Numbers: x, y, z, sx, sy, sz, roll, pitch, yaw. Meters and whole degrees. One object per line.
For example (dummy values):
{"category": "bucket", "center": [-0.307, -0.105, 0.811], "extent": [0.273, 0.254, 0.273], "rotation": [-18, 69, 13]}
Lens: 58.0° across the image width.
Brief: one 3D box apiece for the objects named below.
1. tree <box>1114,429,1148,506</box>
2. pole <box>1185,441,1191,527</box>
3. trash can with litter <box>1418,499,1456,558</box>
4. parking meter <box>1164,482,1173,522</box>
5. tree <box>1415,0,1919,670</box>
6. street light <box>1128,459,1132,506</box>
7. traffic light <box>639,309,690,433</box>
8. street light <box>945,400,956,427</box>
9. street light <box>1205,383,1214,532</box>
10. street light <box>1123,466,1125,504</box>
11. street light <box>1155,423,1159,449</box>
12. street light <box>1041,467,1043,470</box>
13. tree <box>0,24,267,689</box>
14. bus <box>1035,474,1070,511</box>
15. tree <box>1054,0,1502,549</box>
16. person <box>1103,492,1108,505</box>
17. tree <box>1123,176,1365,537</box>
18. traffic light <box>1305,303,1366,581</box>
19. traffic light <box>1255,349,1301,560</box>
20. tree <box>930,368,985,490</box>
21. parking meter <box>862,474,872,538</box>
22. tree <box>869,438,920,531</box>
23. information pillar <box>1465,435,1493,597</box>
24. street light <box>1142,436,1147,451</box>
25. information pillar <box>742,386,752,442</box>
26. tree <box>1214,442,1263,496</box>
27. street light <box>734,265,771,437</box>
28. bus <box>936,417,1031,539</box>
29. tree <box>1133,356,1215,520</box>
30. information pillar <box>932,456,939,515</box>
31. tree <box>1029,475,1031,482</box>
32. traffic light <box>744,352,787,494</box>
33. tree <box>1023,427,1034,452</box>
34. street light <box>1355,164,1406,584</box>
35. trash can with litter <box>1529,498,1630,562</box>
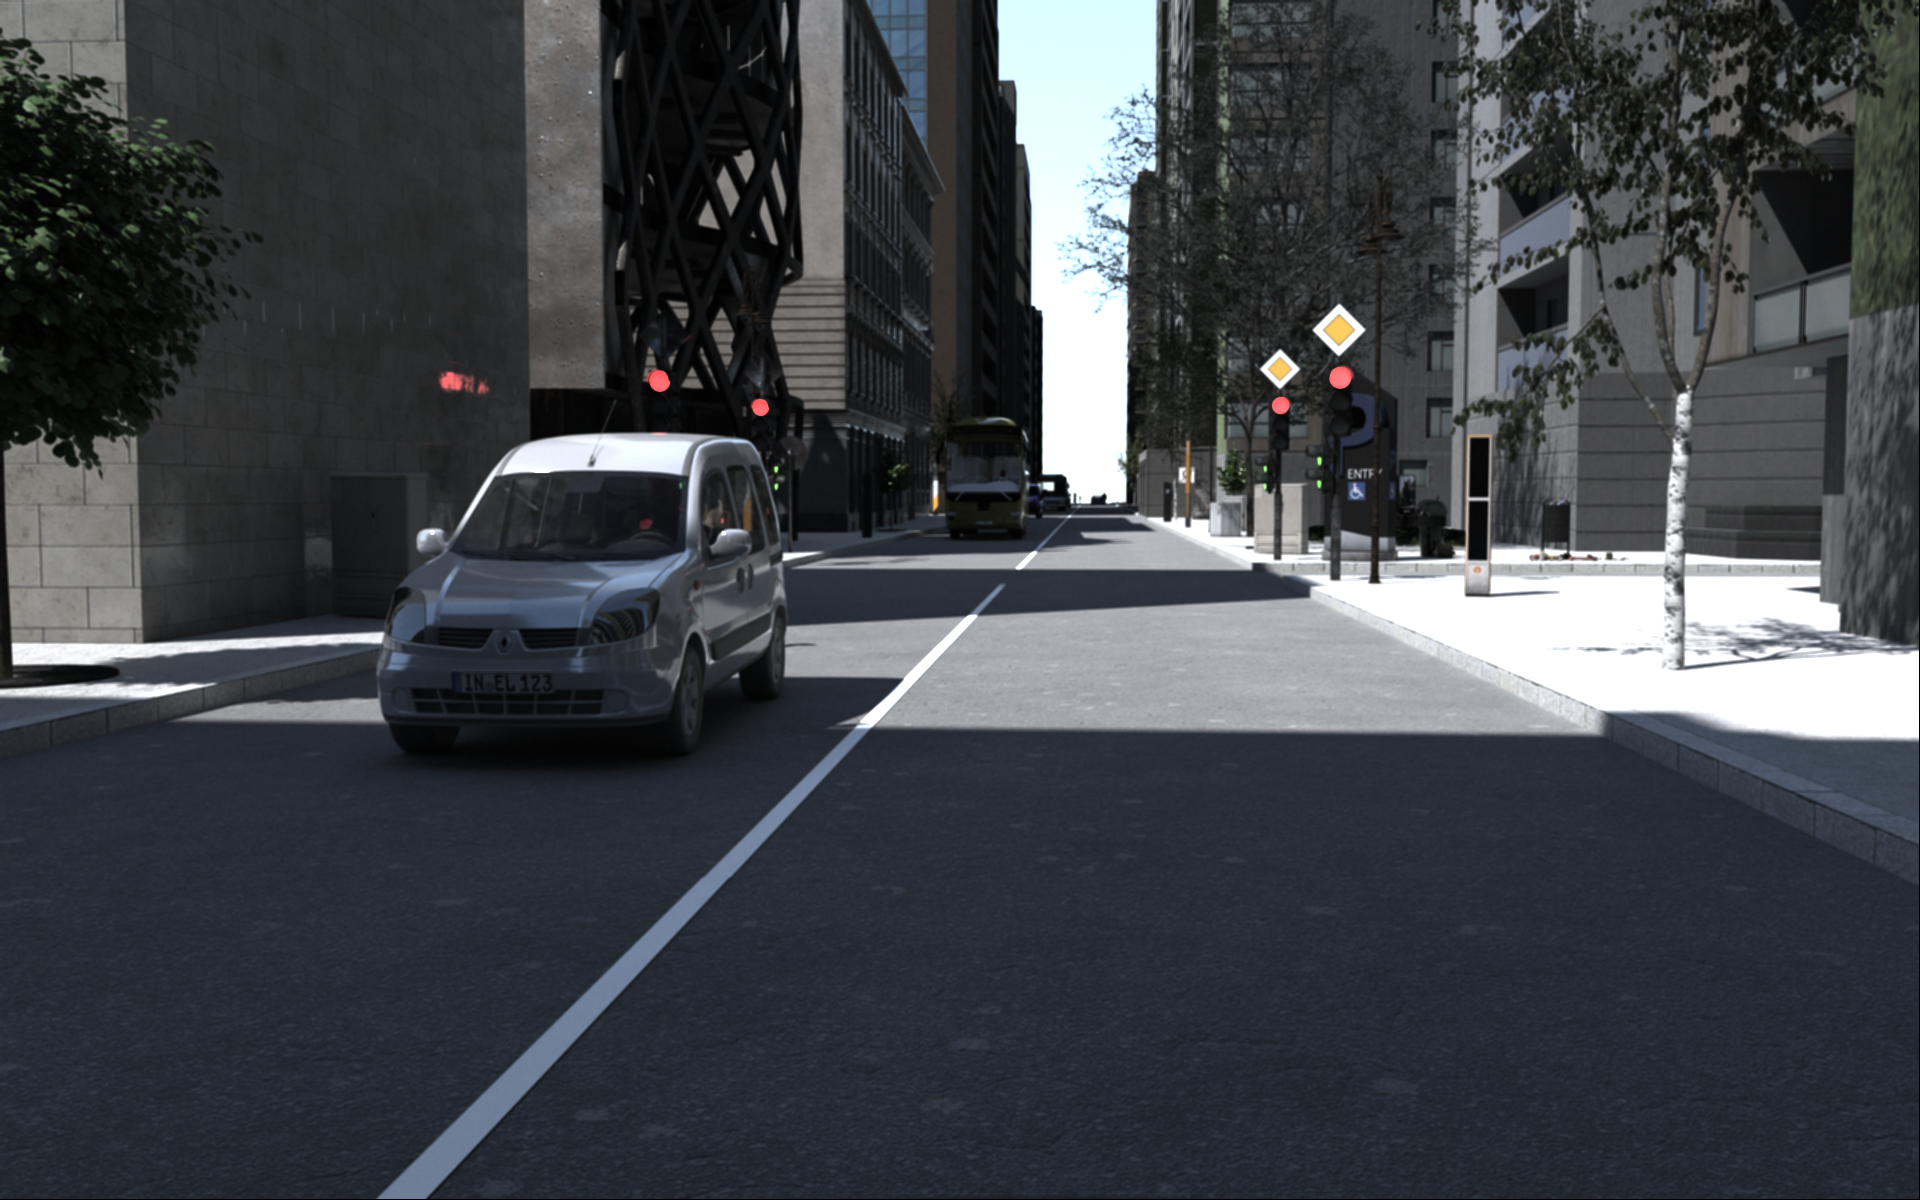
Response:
{"category": "tree", "center": [19.274, -14.877, 193.605], "extent": [4.737, 8.622, 4.395], "rotation": [0, 3, 0]}
{"category": "pole", "center": [8.765, -4.442, 66.467], "extent": [0.158, 3.312, 0.155], "rotation": [0, 3, 0]}
{"category": "trash can with litter", "center": [9.753, -1.457, 35.203], "extent": [0.624, 1.170, 1.055], "rotation": [-1, 4, -12]}
{"category": "parking meter", "center": [9.612, -4.543, 79.994], "extent": [0.399, 1.863, 0.255], "rotation": [0, 4, 8]}
{"category": "tree", "center": [5.278, -3.810, 12.648], "extent": [4.360, 8.622, 3.978], "rotation": [0, 3, 0]}
{"category": "street light", "center": [18.070, -12.942, 184.394], "extent": [0.468, 5.910, 1.993], "rotation": [0, 4, 4]}
{"category": "traffic light", "center": [-4.477, -2.290, 26.359], "extent": [0.839, 4.253, 0.868], "rotation": [0, 4, 4]}
{"category": "street light", "center": [-0.460, -6.889, 85.424], "extent": [0.468, 5.910, 1.993], "rotation": [0, 4, 4]}
{"category": "street light", "center": [8.422, -5.211, 57.993], "extent": [0.468, 5.910, 1.993], "rotation": [0, 4, 4]}
{"category": "street light", "center": [20.517, -14.929, 216.883], "extent": [0.468, 5.910, 1.993], "rotation": [0, 4, 4]}
{"category": "street light", "center": [12.295, -8.278, 108.127], "extent": [0.468, 5.910, 1.993], "rotation": [0, 4, 4]}
{"category": "street light", "center": [11.561, -16.590, 244.039], "extent": [0.468, 5.910, 1.993], "rotation": [0, 4, 4]}
{"category": "tree", "center": [-6.555, -1.725, 11.918], "extent": [4.285, 4.588, 4.351], "rotation": [0, 3, 0]}
{"category": "bus", "center": [8.079, -9.659, 152.788], "extent": [2.948, 3.499, 13.247], "rotation": [0, 4, 2]}
{"category": "tree", "center": [7.316, -7.924, 39.921], "extent": [12.009, 13.543, 11.850], "rotation": [0, 3, 0]}
{"category": "person", "center": [18.790, -13.199, 224.851], "extent": [0.434, 1.755, 0.990], "rotation": [-3, 5, -43]}
{"category": "tree", "center": [8.356, -7.154, 51.381], "extent": [7.601, 10.594, 8.767], "rotation": [-1, 4, -14]}
{"category": "traffic light", "center": [5.557, -2.244, 25.618], "extent": [0.839, 4.253, 0.868], "rotation": [0, 4, 4]}
{"category": "traffic light", "center": [6.160, -2.731, 33.580], "extent": [0.839, 4.253, 0.868], "rotation": [0, 4, 4]}
{"category": "tree", "center": [-0.649, -9.153, 100.021], "extent": [4.737, 8.622, 4.395], "rotation": [0, 3, 0]}
{"category": "parking meter", "center": [-2.746, -2.775, 51.087], "extent": [0.255, 1.863, 0.399], "rotation": [-1, 4, -11]}
{"category": "tree", "center": [-2.363, -3.979, 59.651], "extent": [1.663, 3.219, 1.824], "rotation": [0, 3, 0]}
{"category": "information pillar", "center": [6.498, -1.052, 21.688], "extent": [0.304, 2.012, 0.304], "rotation": [1, 4, 19]}
{"category": "street light", "center": [14.315, -9.880, 134.324], "extent": [0.468, 5.910, 1.993], "rotation": [0, 4, 4]}
{"category": "information pillar", "center": [-4.564, -2.813, 37.340], "extent": [0.183, 3.616, 0.504], "rotation": [-2, 4, -28]}
{"category": "tree", "center": [10.144, -4.263, 64.298], "extent": [1.663, 3.219, 1.824], "rotation": [0, 3, 0]}
{"category": "street light", "center": [-4.188, -3.814, 35.143], "extent": [0.468, 5.910, 1.993], "rotation": [0, 4, 4]}
{"category": "bus", "center": [1.019, -4.121, 58.928], "extent": [2.896, 3.916, 12.252], "rotation": [0, 4, 3]}
{"category": "tree", "center": [10.684, -8.274, 85.641], "extent": [4.360, 8.622, 3.978], "rotation": [0, 3, 0]}
{"category": "information pillar", "center": [-1.480, -7.045, 106.546], "extent": [0.183, 3.616, 0.504], "rotation": [-3, 4, -37]}
{"category": "tree", "center": [5.700, -11.891, 178.135], "extent": [4.285, 4.588, 4.351], "rotation": [0, 3, 0]}
{"category": "traffic light", "center": [-3.874, -2.777, 34.321], "extent": [0.839, 4.253, 0.868], "rotation": [0, 4, 4]}
{"category": "tree", "center": [5.956, -14.424, 186.198], "extent": [4.737, 8.622, 4.395], "rotation": [0, 3, 0]}
{"category": "street light", "center": [5.955, -3.175, 24.699], "extent": [0.468, 5.910, 1.993], "rotation": [0, 4, 4]}
{"category": "trash can with litter", "center": [11.998, -1.380, 33.623], "extent": [2.233, 1.210, 1.678], "rotation": [0, 4, -1]}
